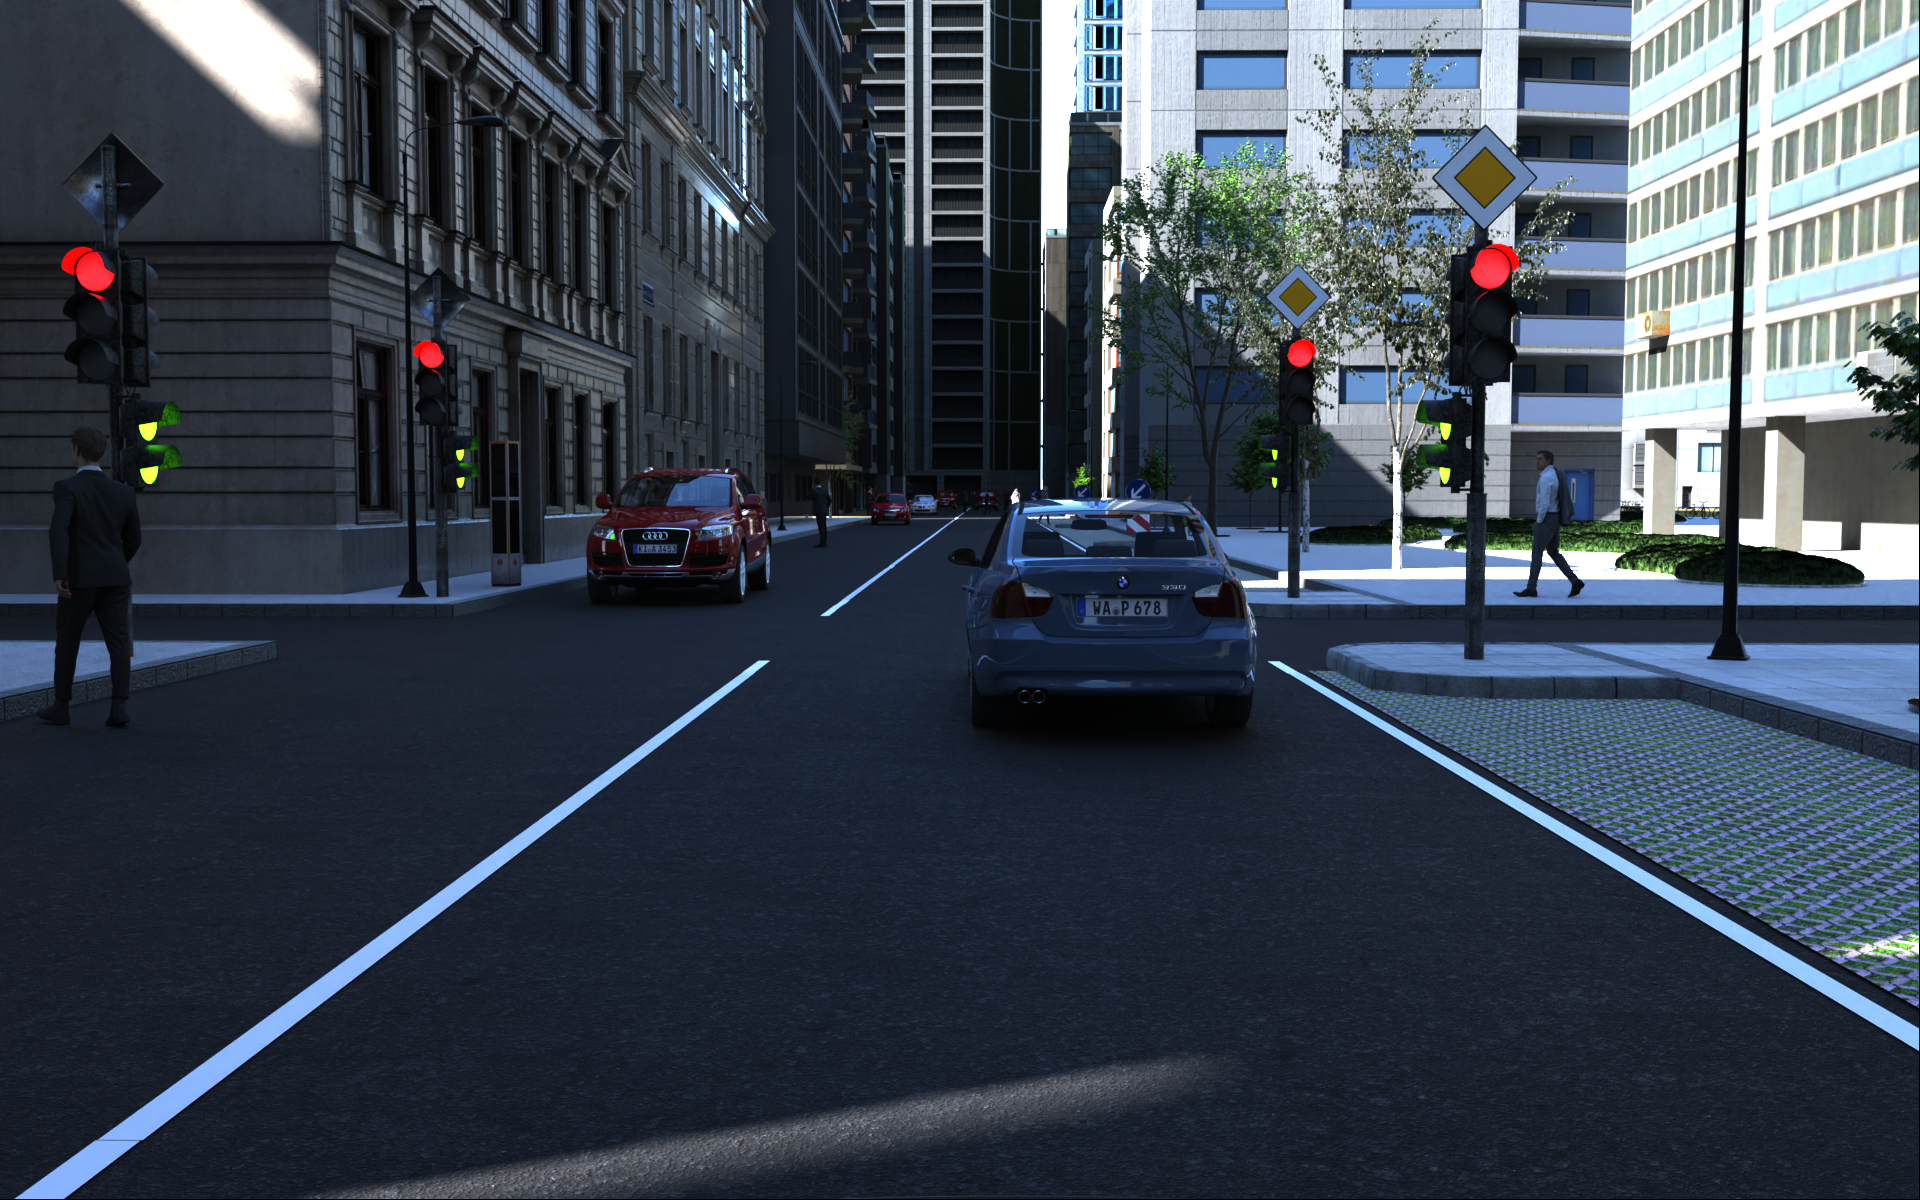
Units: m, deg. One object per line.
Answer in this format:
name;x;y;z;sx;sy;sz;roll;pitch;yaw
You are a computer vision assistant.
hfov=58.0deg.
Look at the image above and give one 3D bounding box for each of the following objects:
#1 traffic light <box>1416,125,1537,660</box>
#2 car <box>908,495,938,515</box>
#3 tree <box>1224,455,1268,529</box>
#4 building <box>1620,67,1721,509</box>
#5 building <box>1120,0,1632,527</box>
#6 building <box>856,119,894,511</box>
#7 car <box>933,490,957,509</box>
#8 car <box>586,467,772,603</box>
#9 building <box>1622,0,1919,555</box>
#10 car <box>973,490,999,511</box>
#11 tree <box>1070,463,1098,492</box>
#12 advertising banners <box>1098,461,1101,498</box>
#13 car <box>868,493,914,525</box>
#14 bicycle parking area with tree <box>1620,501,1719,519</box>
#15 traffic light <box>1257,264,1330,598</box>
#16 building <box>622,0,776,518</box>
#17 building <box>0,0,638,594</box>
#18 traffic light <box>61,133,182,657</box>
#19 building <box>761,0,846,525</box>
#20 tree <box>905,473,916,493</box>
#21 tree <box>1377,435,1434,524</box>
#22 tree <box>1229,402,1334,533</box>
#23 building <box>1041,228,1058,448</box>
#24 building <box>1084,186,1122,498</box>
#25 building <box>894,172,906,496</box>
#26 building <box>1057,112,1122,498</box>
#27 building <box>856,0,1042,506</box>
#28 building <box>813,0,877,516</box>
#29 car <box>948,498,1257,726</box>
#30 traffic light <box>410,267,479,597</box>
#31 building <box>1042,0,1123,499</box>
traffic light;3.982;-1.495;13.368;0.839;4.253;0.868;0;4;1
car;-2.541;-6.644;120.995;2.083;1.381;4.827;0;4;1
tree;10.494;-4.205;63.346;1.663;3.219;1.824;0;3;0
building;68.054;-34.687;156.377;27.495;52.752;28.713;0;4;1
building;18.035;-32.873;79.477;21.231;58.520;28.212;0;4;1
building;-12.810;-22.137;133.645;14.160;30.474;14.107;0;4;1
car;-1.369;-9.467;163.460;2.281;1.827;5.304;0;4;1
car;-3.868;-0.967;24.479;2.281;1.827;5.304;0;4;0
building;29.232;-21.015;35.473;23.993;40.220;32.217;0;4;1
car;2.303;-8.720;151.248;2.281;1.827;5.304;0;4;1
tree;7.569;-6.823;106.154;1.663;3.219;1.824;0;3;0
advertising banners;6.595;-5.249;82.015;0.090;3.025;2.074;0;4;7
car;-3.232;-4.425;81.391;2.155;1.783;4.494;0;4;-1
bicycle parking area with tree;35.850;-6.391;91.495;9.016;4.147;8.231;0;4;-6
traffic light;4.116;-1.984;21.352;0.839;4.253;0.868;0;4;1
building;-13.148;-15.620;52.656;12.463;27.353;25.104;0;4;1
building;-12.440;-10.157;30.688;10.561;19.102;19.286;0;4;1
traffic light;-6.578;-1.505;13.529;0.839;4.253;0.868;0;4;1
building;-13.160;-17.353;77.230;14.314;27.812;24.014;0;4;1
tree;-5.050;-10.009;158.246;1.663;3.219;1.824;0;3;0
tree;14.698;-3.798;56.702;1.663;3.219;1.824;0;3;0
tree;10.715;-4.557;58.221;4.285;4.588;4.351;0;3;0
building;15.967;-25.401;187.004;14.107;30.474;14.160;0;4;1
building;22.653;-16.307;111.655;27.650;21.520;28.899;0;4;1
building;-12.054;-23.068;148.859;14.160;30.474;14.107;0;4;1
building;15.164;-22.174;134.243;14.160;30.474;14.107;0;4;1
building;-1.333;-45.943;189.421;20.611;71.187;20.563;0;4;1
building;-16.869;-27.902;110.829;22.147;44.769;28.867;0;4;1
car;0.920;0.001;11.986;2.014;1.417;4.499;0;3;0
traffic light;-6.444;-1.993;21.513;0.839;4.253;0.868;0;4;1
building;19.123;-51.527;155.138;22.319;86.520;31.000;0;4;1
